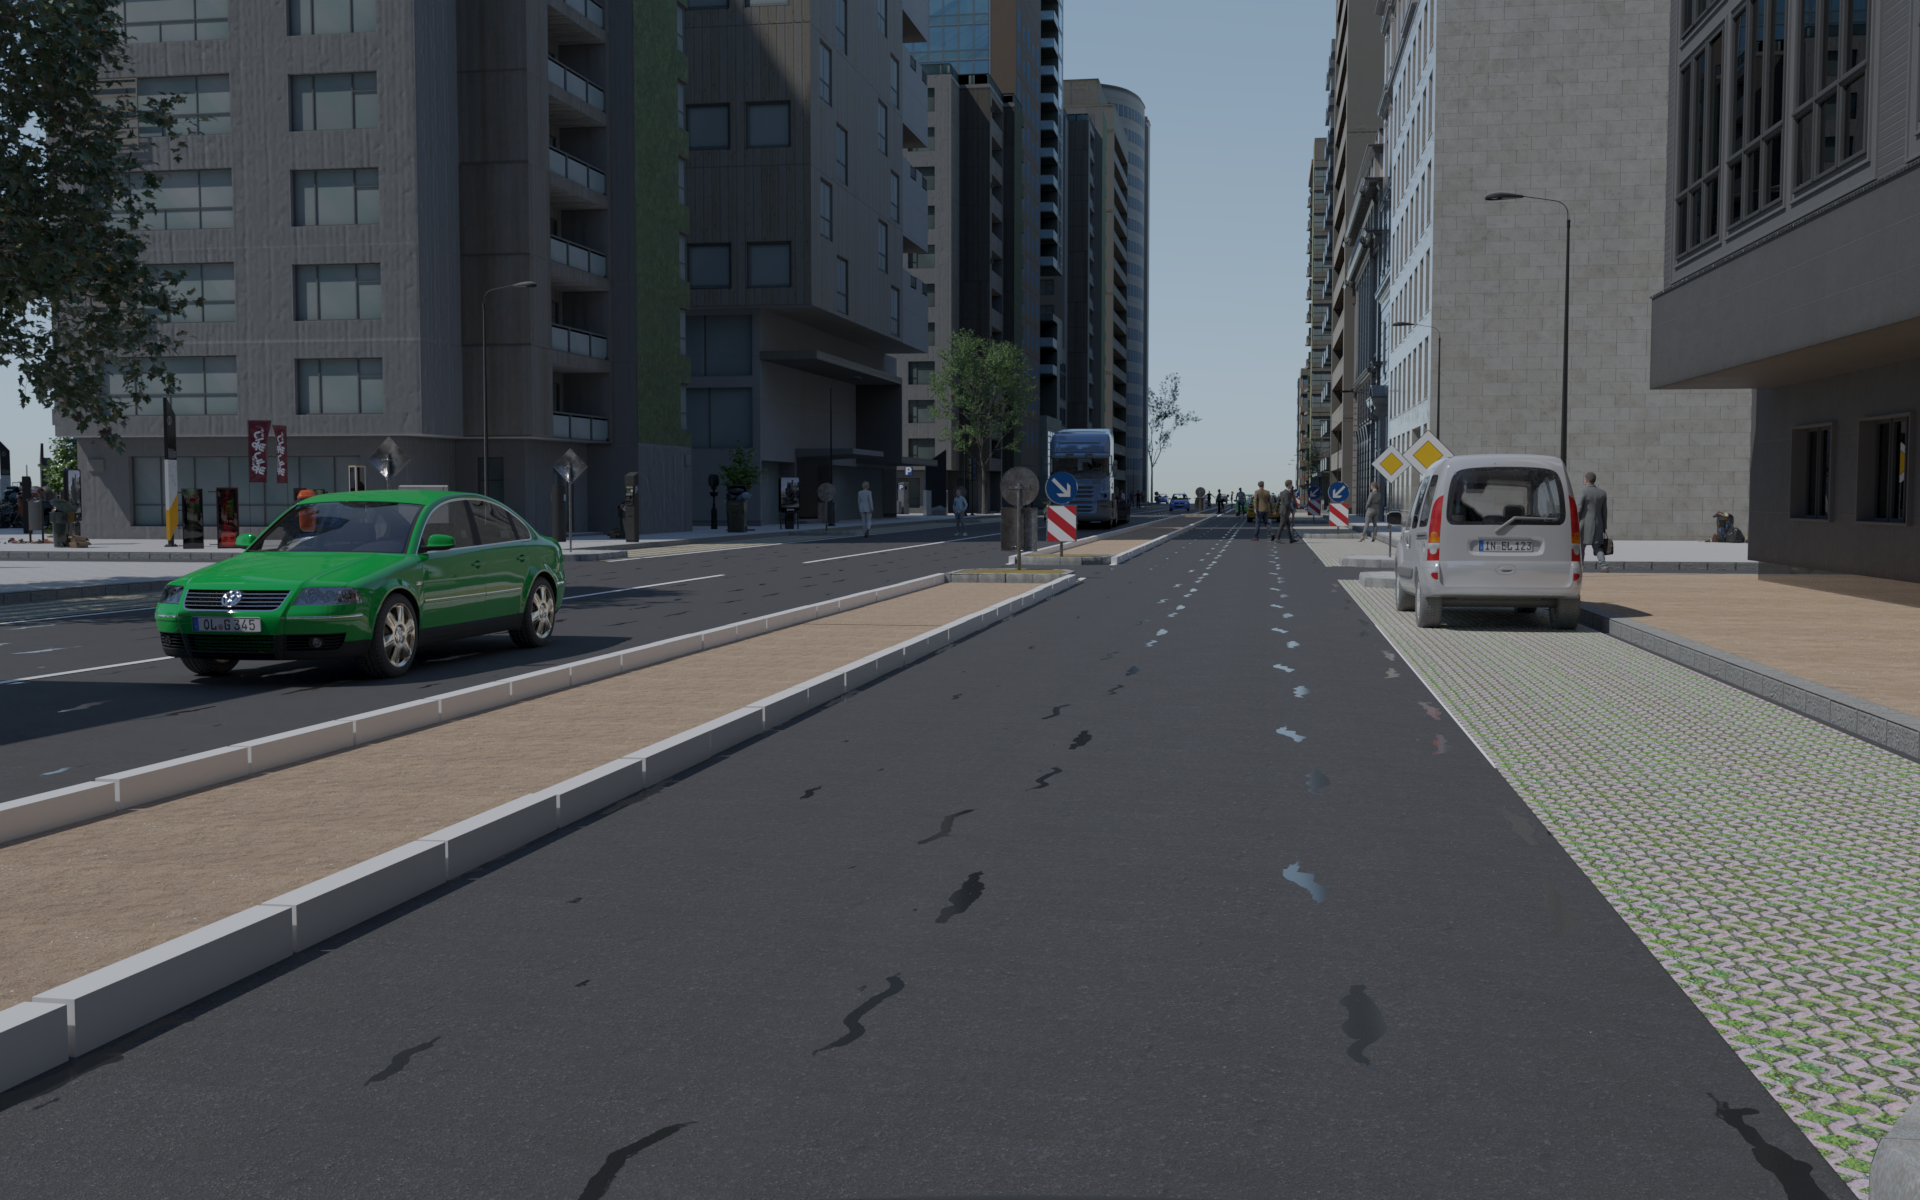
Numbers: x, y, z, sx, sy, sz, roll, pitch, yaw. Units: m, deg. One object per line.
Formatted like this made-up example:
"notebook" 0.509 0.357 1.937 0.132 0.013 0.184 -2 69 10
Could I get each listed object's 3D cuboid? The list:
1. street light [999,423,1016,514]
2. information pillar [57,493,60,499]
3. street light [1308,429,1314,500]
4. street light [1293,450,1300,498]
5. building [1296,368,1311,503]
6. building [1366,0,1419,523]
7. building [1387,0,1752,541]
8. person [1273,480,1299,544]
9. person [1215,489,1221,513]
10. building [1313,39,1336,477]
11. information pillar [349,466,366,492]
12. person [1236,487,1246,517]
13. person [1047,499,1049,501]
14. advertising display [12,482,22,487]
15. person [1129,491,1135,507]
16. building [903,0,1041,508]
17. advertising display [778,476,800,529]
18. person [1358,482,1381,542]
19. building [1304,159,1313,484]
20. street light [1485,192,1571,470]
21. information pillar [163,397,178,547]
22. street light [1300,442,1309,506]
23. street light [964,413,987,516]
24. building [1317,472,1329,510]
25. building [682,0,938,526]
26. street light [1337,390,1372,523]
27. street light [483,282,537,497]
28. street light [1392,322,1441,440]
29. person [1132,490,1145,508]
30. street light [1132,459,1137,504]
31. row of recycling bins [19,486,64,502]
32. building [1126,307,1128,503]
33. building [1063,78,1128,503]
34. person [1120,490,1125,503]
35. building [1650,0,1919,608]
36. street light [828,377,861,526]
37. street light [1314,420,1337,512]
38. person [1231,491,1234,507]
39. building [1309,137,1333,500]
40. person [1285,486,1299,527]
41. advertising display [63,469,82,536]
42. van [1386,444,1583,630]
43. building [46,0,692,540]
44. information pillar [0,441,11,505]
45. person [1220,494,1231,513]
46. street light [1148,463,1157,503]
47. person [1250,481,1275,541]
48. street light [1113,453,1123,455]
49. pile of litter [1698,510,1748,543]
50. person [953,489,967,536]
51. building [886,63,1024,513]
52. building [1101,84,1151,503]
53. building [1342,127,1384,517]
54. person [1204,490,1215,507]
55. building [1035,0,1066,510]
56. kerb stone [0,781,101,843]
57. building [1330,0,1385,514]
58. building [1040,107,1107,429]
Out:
"street light" 3.282 -8.631 113.650 1.470 5.913 1.316 1 4 10
"information pillar" -49.072 -5.484 94.148 0.304 2.012 0.304 -2 4 -25
"street light" 25.673 -9.194 122.864 1.470 5.913 1.316 1 4 10
"street light" 36.489 -12.942 184.137 1.470 5.913 1.316 1 4 10
"building" 62.817 -24.736 249.468 27.650 21.520 28.899 1 4 10
"building" 24.805 -17.566 73.113 13.634 28.700 20.117 1 4 10
"building" 19.719 -12.274 55.433 10.420 20.320 16.860 1 4 10
"person" 9.496 -2.565 50.212 0.755 1.850 0.659 0 4 -2
"person" 19.690 -7.541 131.797 0.705 1.823 1.348 0 4 -4
"building" 46.391 -33.412 165.896 23.786 49.044 30.456 1 4 10
"information pillar" -15.607 -2.471 44.896 0.304 2.012 0.304 2 4 35
"person" 17.324 -6.024 106.837 0.661 1.843 0.795 1 4 17
"person" 6.806 -7.168 126.409 0.721 1.736 1.217 -3 5 -39
"advertising display" -50.254 -5.329 92.350 0.974 1.923 0.123 3 5 39
"person" 18.589 -10.854 186.419 0.568 1.767 0.683 3 5 44
"building" -1.523 -29.633 134.604 14.600 45.320 14.200 1 4 10
"advertising display" -6.220 -3.541 63.117 0.123 1.923 0.974 3 5 41
"person" 12.186 -2.616 51.552 0.573 1.790 0.520 3 4 36
"building" 55.418 -34.628 220.786 22.147 44.769 28.867 1 4 10
"street light" 8.764 -3.313 26.706 1.470 5.913 1.316 1 4 10
"information pillar" -19.157 -3.100 42.036 0.183 3.616 0.504 0 3 0
"street light" 31.121 -11.067 153.493 1.470 5.913 1.316 1 4 10
"street light" 0.832 -7.760 99.411 1.470 5.913 1.316 1 4 10
"building" 45.407 -27.320 138.557 32.217 40.220 23.993 1 4 10
"building" -16.730 -30.104 81.443 28.713 52.752 27.495 1 4 10
"street light" 17.699 -6.412 77.372 1.470 5.913 1.316 1 4 10
"street light" -9.933 -4.012 38.129 1.470 5.913 1.316 1 4 10
"street light" 12.340 -4.537 46.727 1.470 5.913 1.316 1 4 10
"person" 18.153 -10.269 176.358 1.348 1.831 0.705 0 4 5
"street light" 23.174 -15.519 226.277 1.470 5.913 1.316 1 4 10
"row of recycling bins" -52.963 -5.701 100.317 1.069 1.692 3.534 0 4 5
"building" 14.296 -27.785 225.978 14.160 30.474 14.107 1 4 10
"building" 8.583 -35.711 207.571 21.300 48.544 21.600 1 4 10
"person" 12.087 -7.329 129.275 0.436 1.711 0.756 2 4 29
"building" 15.088 -13.387 12.390 14.314 27.812 24.014 1 4 10
"street light" -4.593 -5.886 68.778 1.470 5.913 1.316 1 4 10
"street light" 23.020 -8.286 108.024 1.470 5.913 1.316 1 4 10
"person" 29.841 -11.090 190.538 0.721 1.743 1.217 0 4 4
"building" 47.748 -31.609 200.405 14.154 41.232 14.086 1 4 10
"person" 14.511 -4.110 75.800 0.616 1.811 0.778 3 5 44
"advertising display" -22.612 -2.381 44.147 0.123 1.923 0.974 -1 4 -9
"van" 5.917 -0.775 19.678 2.013 2.044 4.112 1 4 10
"building" -17.290 -22.576 52.715 14.154 41.232 14.086 1 4 10
"information pillar" -42.339 -5.227 76.813 0.183 3.616 0.504 1 4 20
"person" 19.575 -7.104 127.831 0.628 1.438 0.799 3 4 36
"street light" 28.532 -17.393 256.922 1.470 5.913 1.316 1 4 10
"person" 9.325 -2.737 53.168 0.836 1.842 0.656 3 5 40
"street light" 17.723 -13.646 195.648 1.470 5.913 1.316 1 4 10
"pile of litter" 20.386 -1.949 45.838 1.176 0.858 1.719 -1 4 -11
"person" -0.022 -3.013 59.568 0.589 1.601 0.330 3 5 41
"building" -3.476 -21.332 120.476 14.160 30.474 14.107 1 4 10
"building" 15.599 -43.171 247.848 21.231 58.520 28.212 1 4 10
"building" 28.403 -15.535 95.799 13.314 21.916 24.055 1 4 10
"person" 26.818 -10.878 186.380 1.348 1.821 0.705 0 4 3
"building" -1.198 -51.628 156.786 22.319 86.520 31.000 1 4 10
"kerb stone" -3.931 0.920 7.280 0.120 0.150 1.000 1 4 10
"building" 36.491 -30.157 116.765 21.300 48.544 21.600 1 4 10
"building" 7.507 -30.330 179.486 14.154 41.232 14.086 1 4 10
